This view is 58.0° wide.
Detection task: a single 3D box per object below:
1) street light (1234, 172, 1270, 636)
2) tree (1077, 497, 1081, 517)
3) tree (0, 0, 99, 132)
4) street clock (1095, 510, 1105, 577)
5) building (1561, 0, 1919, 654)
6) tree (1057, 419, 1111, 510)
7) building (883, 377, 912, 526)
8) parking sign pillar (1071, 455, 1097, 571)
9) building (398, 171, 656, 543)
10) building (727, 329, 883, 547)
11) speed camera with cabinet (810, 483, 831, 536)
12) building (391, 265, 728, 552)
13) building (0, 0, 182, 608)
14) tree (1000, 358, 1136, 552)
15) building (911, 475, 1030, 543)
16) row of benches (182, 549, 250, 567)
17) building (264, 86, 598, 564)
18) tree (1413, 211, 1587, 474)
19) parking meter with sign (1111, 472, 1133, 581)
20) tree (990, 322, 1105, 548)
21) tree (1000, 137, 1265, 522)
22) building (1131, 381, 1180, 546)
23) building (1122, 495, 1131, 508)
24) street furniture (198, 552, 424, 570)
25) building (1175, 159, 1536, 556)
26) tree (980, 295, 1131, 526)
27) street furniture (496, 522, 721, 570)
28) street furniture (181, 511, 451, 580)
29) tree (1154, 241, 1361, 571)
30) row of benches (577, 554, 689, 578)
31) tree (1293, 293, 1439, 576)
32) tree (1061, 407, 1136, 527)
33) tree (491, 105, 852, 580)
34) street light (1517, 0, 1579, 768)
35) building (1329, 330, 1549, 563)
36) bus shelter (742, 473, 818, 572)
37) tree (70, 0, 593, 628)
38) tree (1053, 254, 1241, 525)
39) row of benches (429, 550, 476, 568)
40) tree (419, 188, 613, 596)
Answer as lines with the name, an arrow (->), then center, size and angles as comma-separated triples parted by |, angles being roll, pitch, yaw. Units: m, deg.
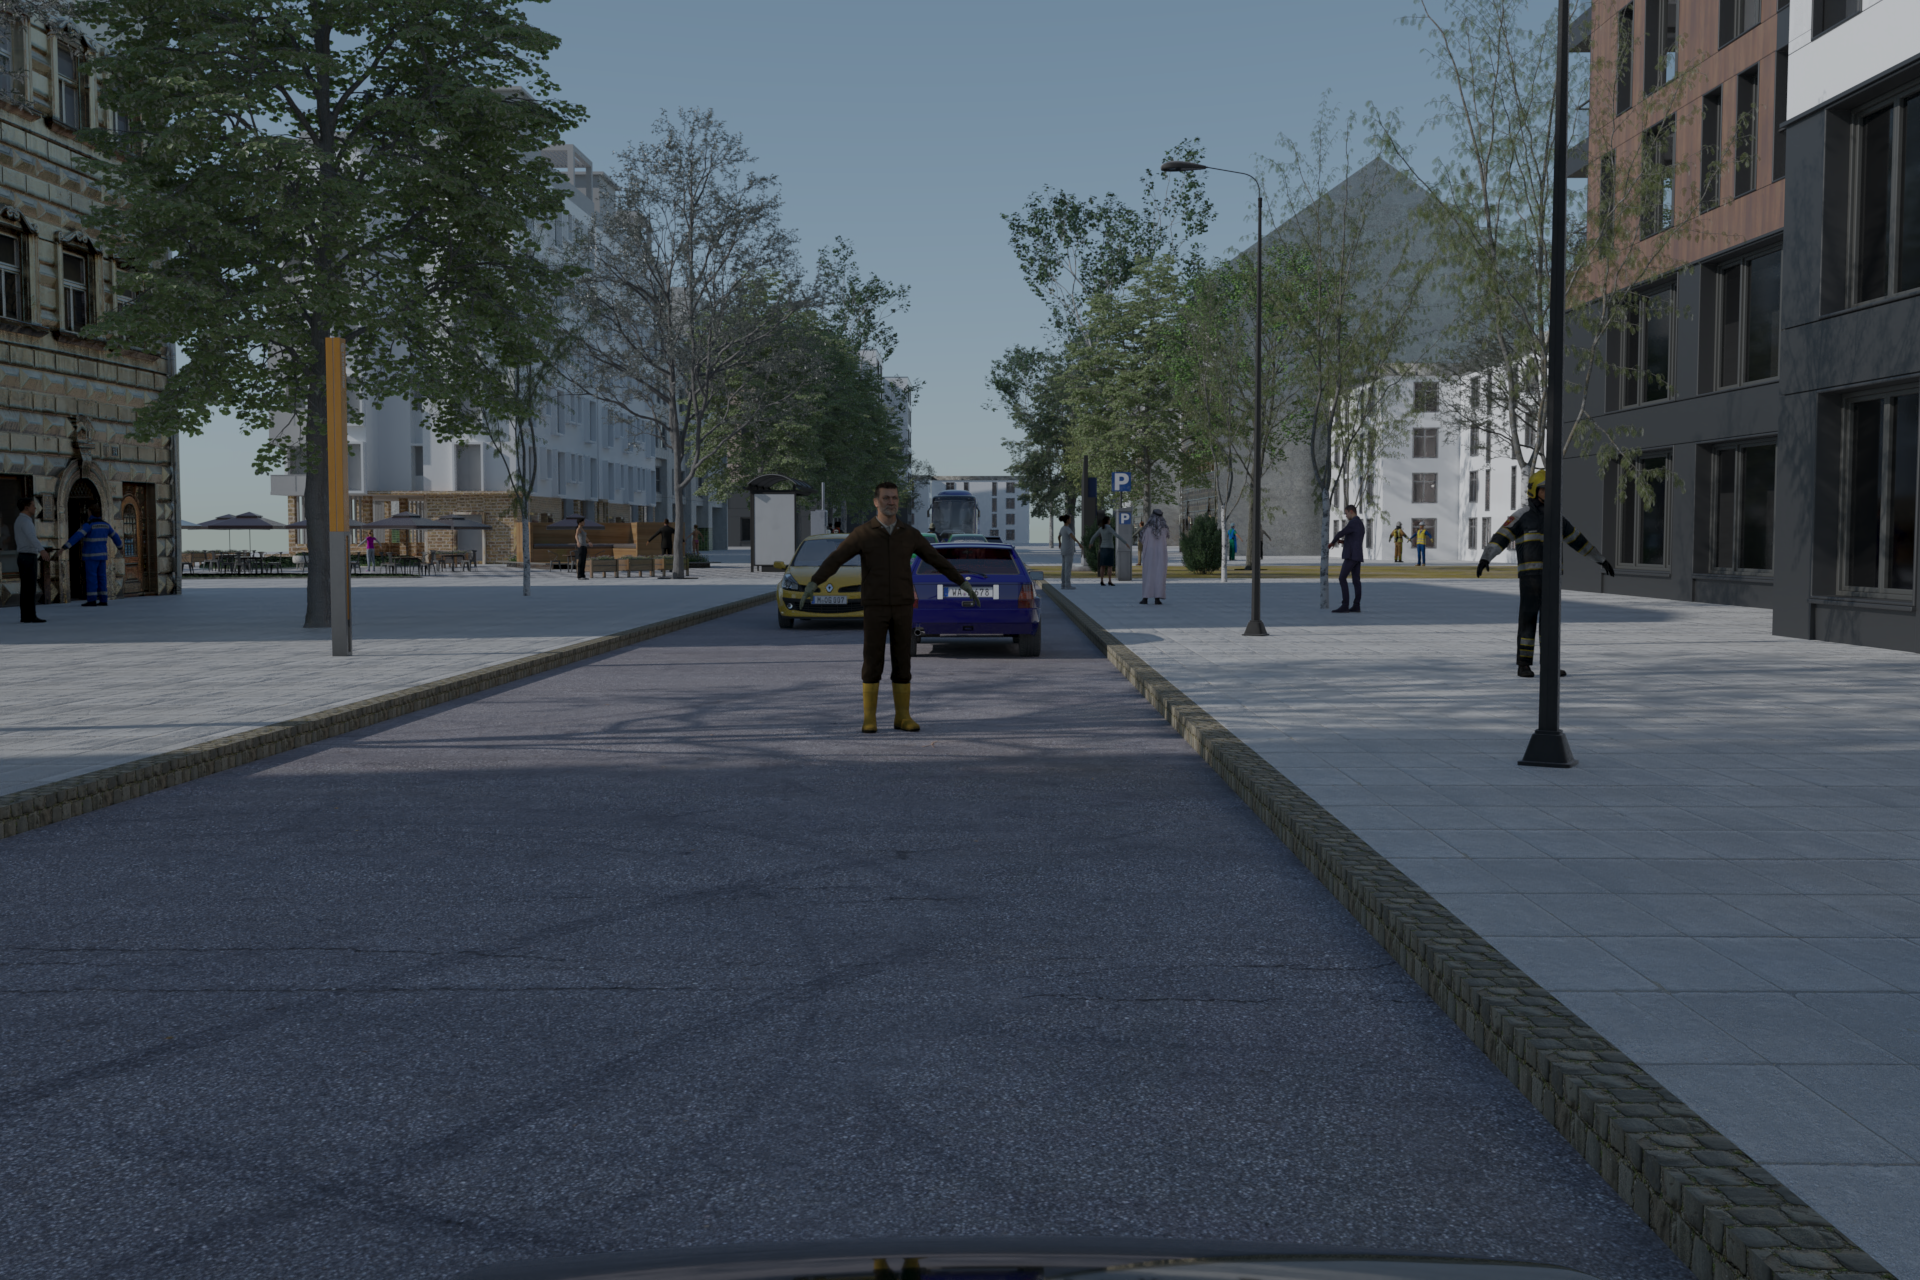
street light -> 4.278, -3.007, 21.704 | 1.470, 5.913, 1.316 | 0, 4, 0
tree -> 19.091, -18.036, 245.247 | 4.360, 8.622, 3.978 | 0, 3, 0
tree -> -8.984, -6.105, 10.186 | 12.009, 13.543, 11.850 | 0, 3, 0
street clock -> 4.212, -2.889, 51.807 | 0.358, 2.002, 0.471 | 0, 3, 0
building -> 24.225, -10.971, 23.354 | 27.936, 21.610, 32.646 | 0, 4, 1
tree -> 8.233, -9.809, 110.733 | 4.737, 8.622, 4.395 | 0, 3, 0
building -> -20.725, -23.162, 222.672 | 27.936, 21.610, 32.646 | 0, 4, 1
parking sign pillar -> 4.445, -4.372, 59.947 | 1.447, 3.967, 1.447 | 0, 4, 0
building -> -23.589, -14.399, 91.845 | 16.016, 20.090, 11.380 | 0, 4, 1
building -> -23.154, -21.115, 189.202 | 27.936, 21.610, 32.646 | 0, 4, 1
speed camera with cabinet -> -5.413, -4.457, 67.213 | 0.660, 3.252, 2.038 | 0, 4, 2
building -> -27.650, -15.781, 124.484 | 16.747, 18.905, 31.486 | 0, 4, 2
building -> -25.850, -11.996, 27.068 | 19.493, 23.208, 18.063 | 0, 4, 1
tree -> 7.795, -13.200, 122.477 | 9.857, 13.997, 8.962 | 0, 3, 0
building -> -4.035, -18.448, 246.231 | 28.070, 9.664, 9.099 | 0, 4, 4
row of benches -> -29.763, -3.275, 69.004 | 1.422, 0.672, 4.104 | 1, 4, 11
building -> -23.527, -13.350, 74.687 | 16.016, 20.090, 11.380 | 0, 4, 1
tree -> 22.250, -9.440, 64.721 | 12.009, 13.543, 11.850 | 0, 3, 0
parking meter with sign -> 4.517, -3.160, 47.927 | 0.543, 3.016, 1.738 | 0, 4, 1
tree -> 9.351, -18.188, 153.269 | 12.611, 20.169, 13.585 | 0, 3, 0
tree -> 8.627, -13.882, 82.863 | 12.611, 20.169, 13.585 | 0, 3, 0
building -> 28.929, -22.066, 191.714 | 19.493, 23.208, 18.063 | 0, 4, 1
building -> 25.417, -16.915, 218.706 | 9.099, 9.664, 28.070 | 0, 4, 1
street furniture -> -24.512, -3.114, 66.538 | 5.734, 0.657, 10.072 | 1, 4, 15
building -> 24.408, -17.093, 110.400 | 19.493, 23.208, 18.063 | 0, 4, 1
tree -> 7.922, -17.345, 139.477 | 12.611, 20.169, 13.585 | 0, 3, 0
street furniture -> -12.925, -3.708, 67.478 | 9.812, 1.723, 11.010 | -2, 4, -30
street furniture -> -29.757, -2.719, 49.491 | 27.439, 1.986, 14.083 | 1, 4, 8
tree -> 10.444, -8.266, 60.900 | 9.928, 11.665, 9.643 | 0, 3, 0
row of benches -> -9.677, -2.225, 51.835 | 1.422, 0.672, 4.104 | 3, 4, 36
tree -> 11.852, -6.308, 53.497 | 4.360, 8.622, 3.978 | 0, 3, 0
tree -> 7.696, -9.083, 98.871 | 4.737, 8.622, 4.395 | 0, 3, 0
tree -> -7.893, -8.482, 49.044 | 12.009, 13.543, 11.850 | 0, 3, 0
street light -> 3.820, -2.258, 9.461 | 1.470, 5.913, 1.316 | 0, 4, 1
building -> 25.245, -8.749, 85.186 | 9.099, 9.664, 28.070 | 0, 4, 1
bus shelter -> -6.234, -4.080, 60.630 | 2.014, 3.302, 5.546 | 0, 4, 1
tree -> -8.644, -6.470, 23.915 | 7.486, 12.596, 7.792 | 0, 3, 0
tree -> 7.640, -9.302, 70.221 | 7.486, 12.596, 7.792 | 0, 3, 0
row of benches -> -19.539, -3.131, 66.649 | 1.422, 0.672, 4.104 | 0, 4, 1
tree -> -8.789, -5.228, 35.844 | 4.360, 8.622, 3.978 | 0, 3, 0
